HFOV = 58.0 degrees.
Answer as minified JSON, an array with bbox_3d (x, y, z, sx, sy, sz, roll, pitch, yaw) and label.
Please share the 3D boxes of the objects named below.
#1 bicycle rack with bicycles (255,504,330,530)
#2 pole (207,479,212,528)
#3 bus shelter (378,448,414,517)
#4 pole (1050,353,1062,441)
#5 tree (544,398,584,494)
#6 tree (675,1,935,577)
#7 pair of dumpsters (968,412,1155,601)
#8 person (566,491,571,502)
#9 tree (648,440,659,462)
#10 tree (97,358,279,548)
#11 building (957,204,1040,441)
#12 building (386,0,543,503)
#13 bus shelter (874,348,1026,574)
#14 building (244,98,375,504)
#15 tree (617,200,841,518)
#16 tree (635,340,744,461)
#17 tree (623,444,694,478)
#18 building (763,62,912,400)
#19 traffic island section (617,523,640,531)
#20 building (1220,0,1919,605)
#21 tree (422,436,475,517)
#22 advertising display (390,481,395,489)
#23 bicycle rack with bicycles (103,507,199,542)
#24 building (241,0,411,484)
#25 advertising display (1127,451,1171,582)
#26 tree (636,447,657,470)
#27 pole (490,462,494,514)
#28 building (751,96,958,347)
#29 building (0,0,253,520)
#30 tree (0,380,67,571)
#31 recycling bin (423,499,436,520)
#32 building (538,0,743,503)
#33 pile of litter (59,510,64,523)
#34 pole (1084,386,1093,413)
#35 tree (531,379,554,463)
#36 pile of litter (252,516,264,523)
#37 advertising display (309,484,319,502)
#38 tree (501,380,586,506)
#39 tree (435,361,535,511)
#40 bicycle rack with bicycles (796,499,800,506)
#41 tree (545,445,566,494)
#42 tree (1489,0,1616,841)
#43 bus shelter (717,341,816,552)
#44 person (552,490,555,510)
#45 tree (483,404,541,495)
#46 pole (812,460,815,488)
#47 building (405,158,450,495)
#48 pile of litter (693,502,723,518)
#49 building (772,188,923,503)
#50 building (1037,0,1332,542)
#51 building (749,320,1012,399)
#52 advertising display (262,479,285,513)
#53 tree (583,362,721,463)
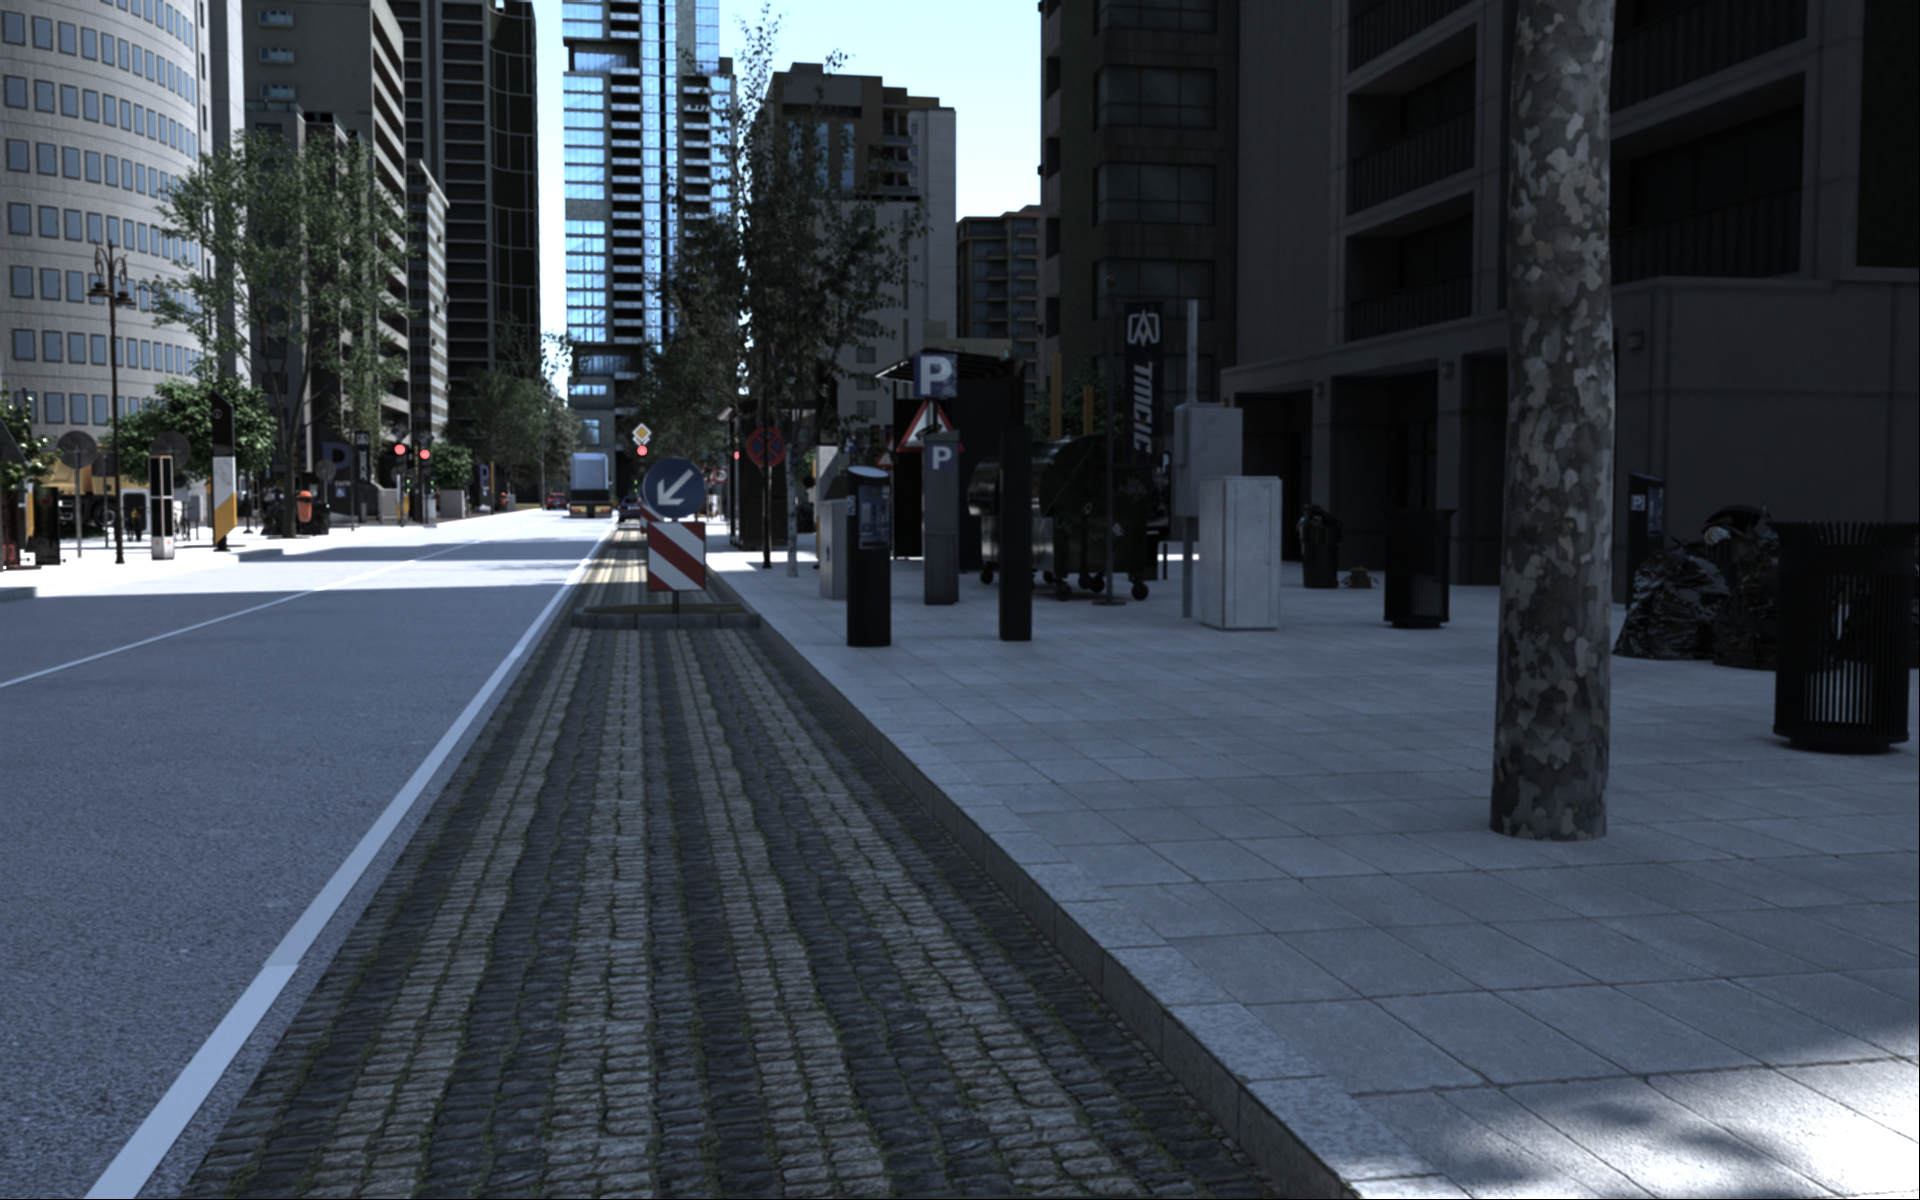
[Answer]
[{"bbox_3d":[-23.743,-2.935,61.364,2.852,0.926,2.925,-2,4,-30],"label":"bicycle rack with bicycles"},{"bbox_3d":[-28.076,-4.339,64.780,0.158,3.312,0.155,0,3,0],"label":"pole"},{"bbox_3d":[-29.111,-6.078,90.652,1.731,3.624,6.357,-1,4,-11],"label":"bus shelter"},{"bbox_3d":[1.394,-1.920,25.230,0.158,3.312,0.155,0,3,0],"label":"pole"},{"bbox_3d":[-50.369,-18.853,218.611,12.009,13.543,11.850,0,3,0],"label":"tree"},{"bbox_3d":[-2.544,-4.649,26.381,4.360,8.622,3.978,0,3,0],"label":"tree"},{"bbox_3d":[1.275,-1.236,22.704,1.574,2.255,4.437,-1,4,-10],"label":"pair of dumpsters"},{"bbox_3d":[-43.330,-11.265,192.689,1.348,1.823,0.705,1,4,10],"label":"person"},{"bbox_3d":[-20.025,-10.522,122.401,4.360,8.622,3.978,0,3,0],"label":"tree"},{"bbox_3d":[-18.145,-3.569,42.061,4.285,4.588,4.351,0,3,0],"label":"tree"},{"bbox_3d":[12.055,-37.308,264.613,28.867,44.769,22.147,-1,4,-11],"label":"building"},{"bbox_3d":[-70.874,-49.461,246.939,20.611,71.187,20.563,-1,4,-11],"label":"building"},{"bbox_3d":[-0.261,-2.430,31.013,1.731,3.624,6.357,-1,4,-11],"label":"bus shelter"},{"bbox_3d":[-52.603,-21.933,130.301,14.160,30.474,14.107,-1,4,-11],"label":"building"},{"bbox_3d":[-7.480,-7.433,55.947,7.601,10.594,8.767,-1,4,-22],"label":"tree"},{"bbox_3d":[-17.913,-11.566,114.860,9.928,11.665,9.643,0,3,0],"label":"tree"},{"bbox_3d":[-36.650,-18.143,213.641,9.611,12.733,9.660,0,3,0],"label":"tree"},{"bbox_3d":[-13.095,-32.519,181.790,14.600,45.320,14.200,-1,4,-11],"label":"building"},{"bbox_3d":[-12.467,-2.811,68.239,2.009,0.180,2.903,-1,4,-11],"label":"traffic island section"},{"bbox_3d":[17.034,-35.812,23.776,20.563,71.187,20.611,-1,4,-11],"label":"building"},{"bbox_3d":[-28.969,-6.957,97.459,4.285,4.588,4.351,0,3,0],"label":"tree"},{"bbox_3d":[-27.902,-4.888,85.137,0.123,1.923,0.974,-2,4,-24],"label":"advertising display"},{"bbox_3d":[-22.113,-2.081,47.398,2.852,0.926,2.925,-1,4,-16],"label":"bicycle rack with bicycles"},{"bbox_3d":[-61.557,-32.425,153.854,21.300,48.544,21.600,-1,4,-11],"label":"building"},{"bbox_3d":[2.786,-1.250,25.646,0.123,1.923,0.974,3,5,43],"label":"advertising display"},{"bbox_3d":[-29.316,-13.371,168.979,4.737,8.622,4.395,0,3,0],"label":"tree"},{"bbox_3d":[-29.382,-7.026,108.724,0.158,3.312,0.155,0,3,0],"label":"pole"},{"bbox_3d":[-16.170,-43.770,257.644,28.212,58.520,21.231,-1,4,-11],"label":"building"},{"bbox_3d":[-52.571,-33.673,92.553,21.231,58.520,28.212,-1,4,-11],"label":"building"},{"bbox_3d":[-16.050,-2.127,29.371,1.663,3.219,1.824,0,3,0],"label":"tree"},{"bbox_3d":[-26.591,-4.507,86.237,0.722,1.027,0.722,-3,5,-42],"label":"recycling bin"},{"bbox_3d":[-45.391,-57.451,251.990,31.000,86.520,22.319,-1,4,-11],"label":"building"},{"bbox_3d":[-30.304,-2.724,58.506,1.176,0.858,1.719,-1,4,-23],"label":"pile of litter"},{"bbox_3d":[2.422,-2.381,32.771,0.158,3.312,0.155,0,3,0],"label":"pole"},{"bbox_3d":[-37.192,-13.298,143.176,9.928,11.665,9.643,0,3,0],"label":"tree"},{"bbox_3d":[-30.954,-3.906,77.828,1.719,0.858,1.176,-1,4,-14],"label":"pile of litter"},{"bbox_3d":[-42.925,-6.720,115.088,0.974,1.923,0.123,3,4,38],"label":"advertising display"},{"bbox_3d":[-46.479,-17.462,192.154,9.857,13.997,8.962,0,3,0],"label":"tree"},{"bbox_3d":[-33.765,-11.505,122.523,8.767,10.594,7.601,2,4,35],"label":"tree"},{"bbox_3d":[-12.175,-6.831,125.061,2.925,0.926,2.852,3,5,39],"label":"bicycle rack with bicycles"},{"bbox_3d":[-47.765,-15.385,201.908,4.360,8.622,3.978,0,3,0],"label":"tree"},{"bbox_3d":[2.965,-9.259,7.278,12.611,20.169,13.585,0,3,0],"label":"tree"},{"bbox_3d":[-4.809,-3.974,42.607,2.179,5.291,8.768,-1,4,-10],"label":"bus shelter"},{"bbox_3d":[-37.585,-9.278,160.175,0.705,1.826,1.348,0,4,-8],"label":"person"},{"bbox_3d":[-34.548,-11.151,132.677,4.360,8.622,3.978,0,3,0],"label":"tree"},{"bbox_3d":[-8.695,-6.677,103.012,0.158,3.312,0.155,0,3,0],"label":"pole"},{"bbox_3d":[-69.603,-30.581,191.885,23.993,40.220,32.217,-1,4,-11],"label":"building"},{"bbox_3d":[-13.749,-4.909,94.226,1.719,0.858,1.176,2,4,33],"label":"pile of litter"},{"bbox_3d":[-11.432,-24.244,168.097,14.160,30.474,14.107,-1,4,-11],"label":"building"},{"bbox_3d":[9.418,-17.227,53.366,14.160,30.474,14.107,-1,4,-11],"label":"building"},{"bbox_3d":[-10.442,-22.009,204.894,27.650,21.520,28.899,-1,4,-11],"label":"building"},{"bbox_3d":[-30.136,-4.334,76.071,0.974,1.923,0.123,0,4,-5],"label":"advertising display"},{"bbox_3d":[-26.048,-14.873,153.546,12.009,13.543,11.850,0,3,0],"label":"tree"}]
